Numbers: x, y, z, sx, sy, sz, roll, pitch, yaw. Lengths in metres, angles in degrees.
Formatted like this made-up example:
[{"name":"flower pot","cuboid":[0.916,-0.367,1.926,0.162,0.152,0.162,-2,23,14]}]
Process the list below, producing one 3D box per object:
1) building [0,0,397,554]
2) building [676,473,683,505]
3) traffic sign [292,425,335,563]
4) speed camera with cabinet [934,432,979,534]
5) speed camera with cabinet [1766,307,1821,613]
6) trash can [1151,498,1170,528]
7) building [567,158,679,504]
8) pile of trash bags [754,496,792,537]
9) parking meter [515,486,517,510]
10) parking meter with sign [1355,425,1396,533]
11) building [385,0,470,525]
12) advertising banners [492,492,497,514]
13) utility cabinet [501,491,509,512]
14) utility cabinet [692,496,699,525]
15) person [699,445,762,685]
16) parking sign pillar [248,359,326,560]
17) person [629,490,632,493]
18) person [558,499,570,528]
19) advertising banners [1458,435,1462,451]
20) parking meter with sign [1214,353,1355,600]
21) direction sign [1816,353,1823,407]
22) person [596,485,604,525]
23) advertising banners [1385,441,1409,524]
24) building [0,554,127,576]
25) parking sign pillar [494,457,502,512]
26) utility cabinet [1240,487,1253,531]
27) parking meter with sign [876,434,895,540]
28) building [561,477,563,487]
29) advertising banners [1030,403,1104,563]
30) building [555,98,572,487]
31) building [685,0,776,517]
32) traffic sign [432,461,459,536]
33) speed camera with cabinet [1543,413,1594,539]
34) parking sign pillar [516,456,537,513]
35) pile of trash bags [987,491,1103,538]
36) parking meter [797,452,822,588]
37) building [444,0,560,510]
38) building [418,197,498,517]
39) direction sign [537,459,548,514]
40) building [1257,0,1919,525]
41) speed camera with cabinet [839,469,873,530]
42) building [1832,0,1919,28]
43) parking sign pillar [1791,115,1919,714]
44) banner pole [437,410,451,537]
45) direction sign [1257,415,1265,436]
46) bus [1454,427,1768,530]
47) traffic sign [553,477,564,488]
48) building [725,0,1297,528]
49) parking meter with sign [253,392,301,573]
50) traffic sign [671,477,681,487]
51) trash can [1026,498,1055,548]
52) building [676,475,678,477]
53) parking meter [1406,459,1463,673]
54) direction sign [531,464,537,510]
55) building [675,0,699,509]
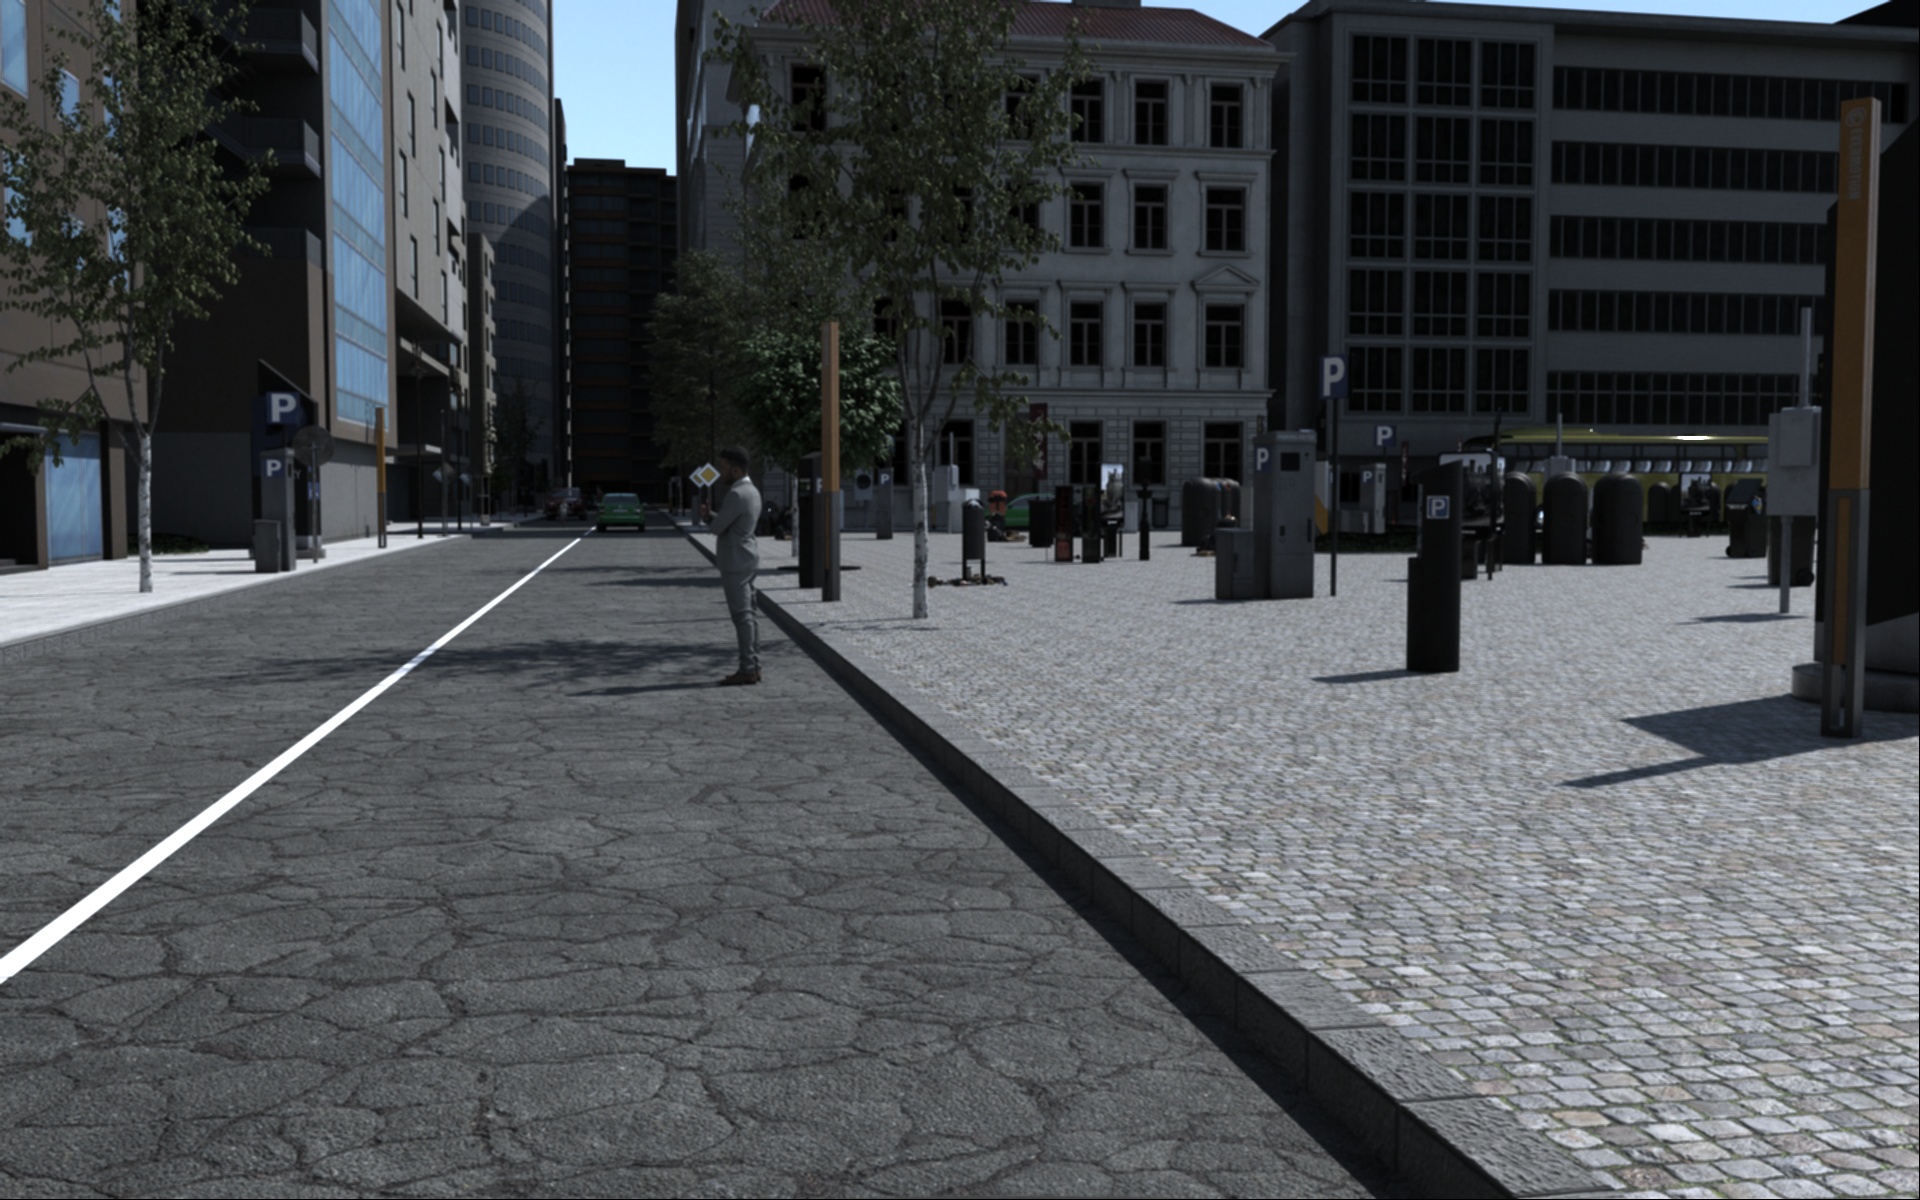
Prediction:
[{"name":"building","cuboid":[-23.381,-24.157,45.075,14.200,45.320,14.600,-1,4,-10]},{"name":"building","cuboid":[-23.263,-46.628,200.614,20.563,71.187,20.611,-1,4,-10]},{"name":"traffic sign","cuboid":[-11.992,-1.960,32.151,0.768,2.556,0.104,-1,4,-9]},{"name":"speed camera with cabinet","cuboid":[-0.102,-3.785,56.221,0.660,3.252,2.038,2,4,30]},{"name":"speed camera with cabinet","cuboid":[9.527,-1.449,18.020,0.660,3.252,2.038,-3,4,-36]},{"name":"trash can","cuboid":[7.549,-3.282,65.315,0.748,1.137,0.748,0,3,0]},{"name":"building","cuboid":[-47.974,-35.114,228.744,28.867,44.769,22.147,-1,4,-10]},{"name":"pile of trash bags","cuboid":[-5.395,-2.658,53.211,3.447,1.369,1.912,-2,4,-31]},{"name":"parking meter","cuboid":[-32.886,-7.460,127.677,0.255,1.863,0.399,0,4,6]},{"name":"parking meter with sign","cuboid":[10.243,-2.866,43.113,0.543,3.016,1.738,3,4,36]},{"name":"building","cuboid":[-35.586,-29.458,70.876,28.713,52.752,27.495,-1,4,-10]},{"name":"advertising banners","cuboid":[-29.477,-6.941,109.674,0.090,3.025,2.074,-2,4,-25]},{"name":"utility cabinet","cuboid":[-32.251,-7.034,123.685,0.318,1.500,1.173,1,4,21]},{"name":"utility cabinet","cuboid":[-10.975,-3.707,71.771,0.306,1.237,1.020,-1,4,-9]},{"name":"person","cuboid":[-1.740,-0.274,13.157,0.466,1.800,0.511,0,4,-6]},{"name":"parking sign pillar","cuboid":[-13.406,-2.810,34.413,1.447,3.967,1.447,1,4,16]},{"name":"person","cuboid":[-29.305,-8.906,154.249,0.705,1.807,1.348,-1,4,-9]},{"name":"person","cuboid":[-16.848,-3.678,73.644,0.505,1.210,0.382,-3,4,-38]},{"name":"advertising banners","cuboid":[15.269,-3.440,52.435,0.090,3.025,2.074,2,4,28]},{"name":"parking meter with sign","cuboid":[3.968,-1.533,21.334,1.738,3.016,0.543,-2,4,-28]},{"name":"direction sign","cuboid":[14.056,-2.180,27.642,0.379,3.537,0.876,-2,4,-30]},{"name":"person","cuboid":[-16.507,-4.350,79.528,0.656,1.842,0.836,2,4,29]},{"name":"advertising banners","cuboid":[14.558,-3.783,58.040,0.090,3.025,2.074,-1,4,-10]},{"name":"building","cuboid":[-21.812,-22.951,25.366,14.600,45.320,14.200,-1,4,-10]},{"name":"parking sign pillar","cuboid":[-34.070,-8.421,126.162,1.447,3.967,1.447,-3,5,-42]},{"name":"utility cabinet","cuboid":[8.880,-2.784,54.201,0.318,1.500,1.173,-2,4,-26]},{"name":"parking meter with sign","cuboid":[-2.151,-3.253,49.451,0.543,3.016,1.738,0,4,0]},{"name":"building","cuboid":[-56.183,-29.313,171.147,32.217,40.220,23.993,-1,4,-10]},{"name":"advertising banners","cuboid":[1.989,-2.237,32.755,0.090,3.025,2.074,-3,4,-38]},{"name":"building","cuboid":[-55.308,-34.959,195.285,21.600,48.544,21.300,-1,4,-10]},{"name":"building","cuboid":[-10.192,-19.896,102.796,11.434,29.767,29.804,-1,4,-10]},{"name":"traffic sign","cuboid":[-15.809,-3.037,53.295,0.795,2.450,0.064,-1,4,-10]},{"name":"speed camera with cabinet","cuboid":[15.409,-2.942,42.441,2.038,3.252,0.660,2,4,27]},{"name":"parking sign pillar","cuboid":[-29.440,-7.877,117.264,1.447,3.967,1.447,2,4,34]},{"name":"pile of trash bags","cuboid":[2.523,-2.552,51.476,3.447,1.369,1.912,0,3,0]},{"name":"parking meter","cuboid":[-2.010,-1.097,23.653,0.255,1.863,0.399,2,4,33]},{"name":"building","cuboid":[-45.471,-36.939,145.947,21.231,58.520,28.212,-1,4,-10]},{"name":"building","cuboid":[-44.124,-16.022,106.995,27.650,21.520,28.899,-1,4,-10]},{"name":"direction sign","cuboid":[-26.634,-7.288,111.157,0.379,3.537,0.876,1,4,9]},{"name":"building","cuboid":[26.703,-15.768,76.878,30.058,24.678,14.314,-1,4,-10]},{"name":"speed camera with cabinet","cuboid":[-4.212,-4.186,62.782,2.038,3.252,0.660,-1,4,-11]},{"name":"building","cuboid":[49.383,-15.338,80.454,15.834,23.373,12.332,-1,4,-10]},{"name":"parking sign pillar","cuboid":[5.946,-1.354,10.602,1.447,3.967,1.447,-1,4,-19]},{"name":"banner pole","cuboid":[-15.505,-3.789,51.972,0.401,3.779,0.863,-1,4,-12]},{"name":"direction sign","cuboid":[8.644,-3.536,49.809,0.379,3.537,0.876,1,4,22]},{"name":"bus","cuboid":[24.416,-4.480,64.795,12.252,3.916,2.896,-1,4,-9]},{"name":"traffic sign","cuboid":[-30.115,-7.942,129.960,0.768,2.556,0.104,-1,4,-8]},{"name":"building","cuboid":[1.433,-14.323,70.344,21.152,22.565,11.583,-1,4,-10]},{"name":"parking meter with sign","cuboid":[-11.368,-1.990,28.790,0.543,3.016,1.738,-1,4,-11]},{"name":"traffic sign","cuboid":[-16.850,-6.164,102.915,0.606,2.300,0.079,0,4,-2]},{"name":"trash can","cuboid":[1.963,-1.836,41.672,0.748,1.137,0.748,0,3,0]},{"name":"building","cuboid":[-16.916,-34.063,176.544,23.786,49.044,30.456,-1,4,-10]},{"name":"parking meter","cuboid":[3.443,-0.254,12.567,0.372,1.533,0.369,0,3,0]},{"name":"direction sign","cuboid":[-31.818,-8.435,129.909,0.876,3.537,0.379,-1,4,-22]},{"name":"building","cuboid":[-17.982,-30.807,153.797,14.600,45.320,14.200,-1,4,-10]}]
